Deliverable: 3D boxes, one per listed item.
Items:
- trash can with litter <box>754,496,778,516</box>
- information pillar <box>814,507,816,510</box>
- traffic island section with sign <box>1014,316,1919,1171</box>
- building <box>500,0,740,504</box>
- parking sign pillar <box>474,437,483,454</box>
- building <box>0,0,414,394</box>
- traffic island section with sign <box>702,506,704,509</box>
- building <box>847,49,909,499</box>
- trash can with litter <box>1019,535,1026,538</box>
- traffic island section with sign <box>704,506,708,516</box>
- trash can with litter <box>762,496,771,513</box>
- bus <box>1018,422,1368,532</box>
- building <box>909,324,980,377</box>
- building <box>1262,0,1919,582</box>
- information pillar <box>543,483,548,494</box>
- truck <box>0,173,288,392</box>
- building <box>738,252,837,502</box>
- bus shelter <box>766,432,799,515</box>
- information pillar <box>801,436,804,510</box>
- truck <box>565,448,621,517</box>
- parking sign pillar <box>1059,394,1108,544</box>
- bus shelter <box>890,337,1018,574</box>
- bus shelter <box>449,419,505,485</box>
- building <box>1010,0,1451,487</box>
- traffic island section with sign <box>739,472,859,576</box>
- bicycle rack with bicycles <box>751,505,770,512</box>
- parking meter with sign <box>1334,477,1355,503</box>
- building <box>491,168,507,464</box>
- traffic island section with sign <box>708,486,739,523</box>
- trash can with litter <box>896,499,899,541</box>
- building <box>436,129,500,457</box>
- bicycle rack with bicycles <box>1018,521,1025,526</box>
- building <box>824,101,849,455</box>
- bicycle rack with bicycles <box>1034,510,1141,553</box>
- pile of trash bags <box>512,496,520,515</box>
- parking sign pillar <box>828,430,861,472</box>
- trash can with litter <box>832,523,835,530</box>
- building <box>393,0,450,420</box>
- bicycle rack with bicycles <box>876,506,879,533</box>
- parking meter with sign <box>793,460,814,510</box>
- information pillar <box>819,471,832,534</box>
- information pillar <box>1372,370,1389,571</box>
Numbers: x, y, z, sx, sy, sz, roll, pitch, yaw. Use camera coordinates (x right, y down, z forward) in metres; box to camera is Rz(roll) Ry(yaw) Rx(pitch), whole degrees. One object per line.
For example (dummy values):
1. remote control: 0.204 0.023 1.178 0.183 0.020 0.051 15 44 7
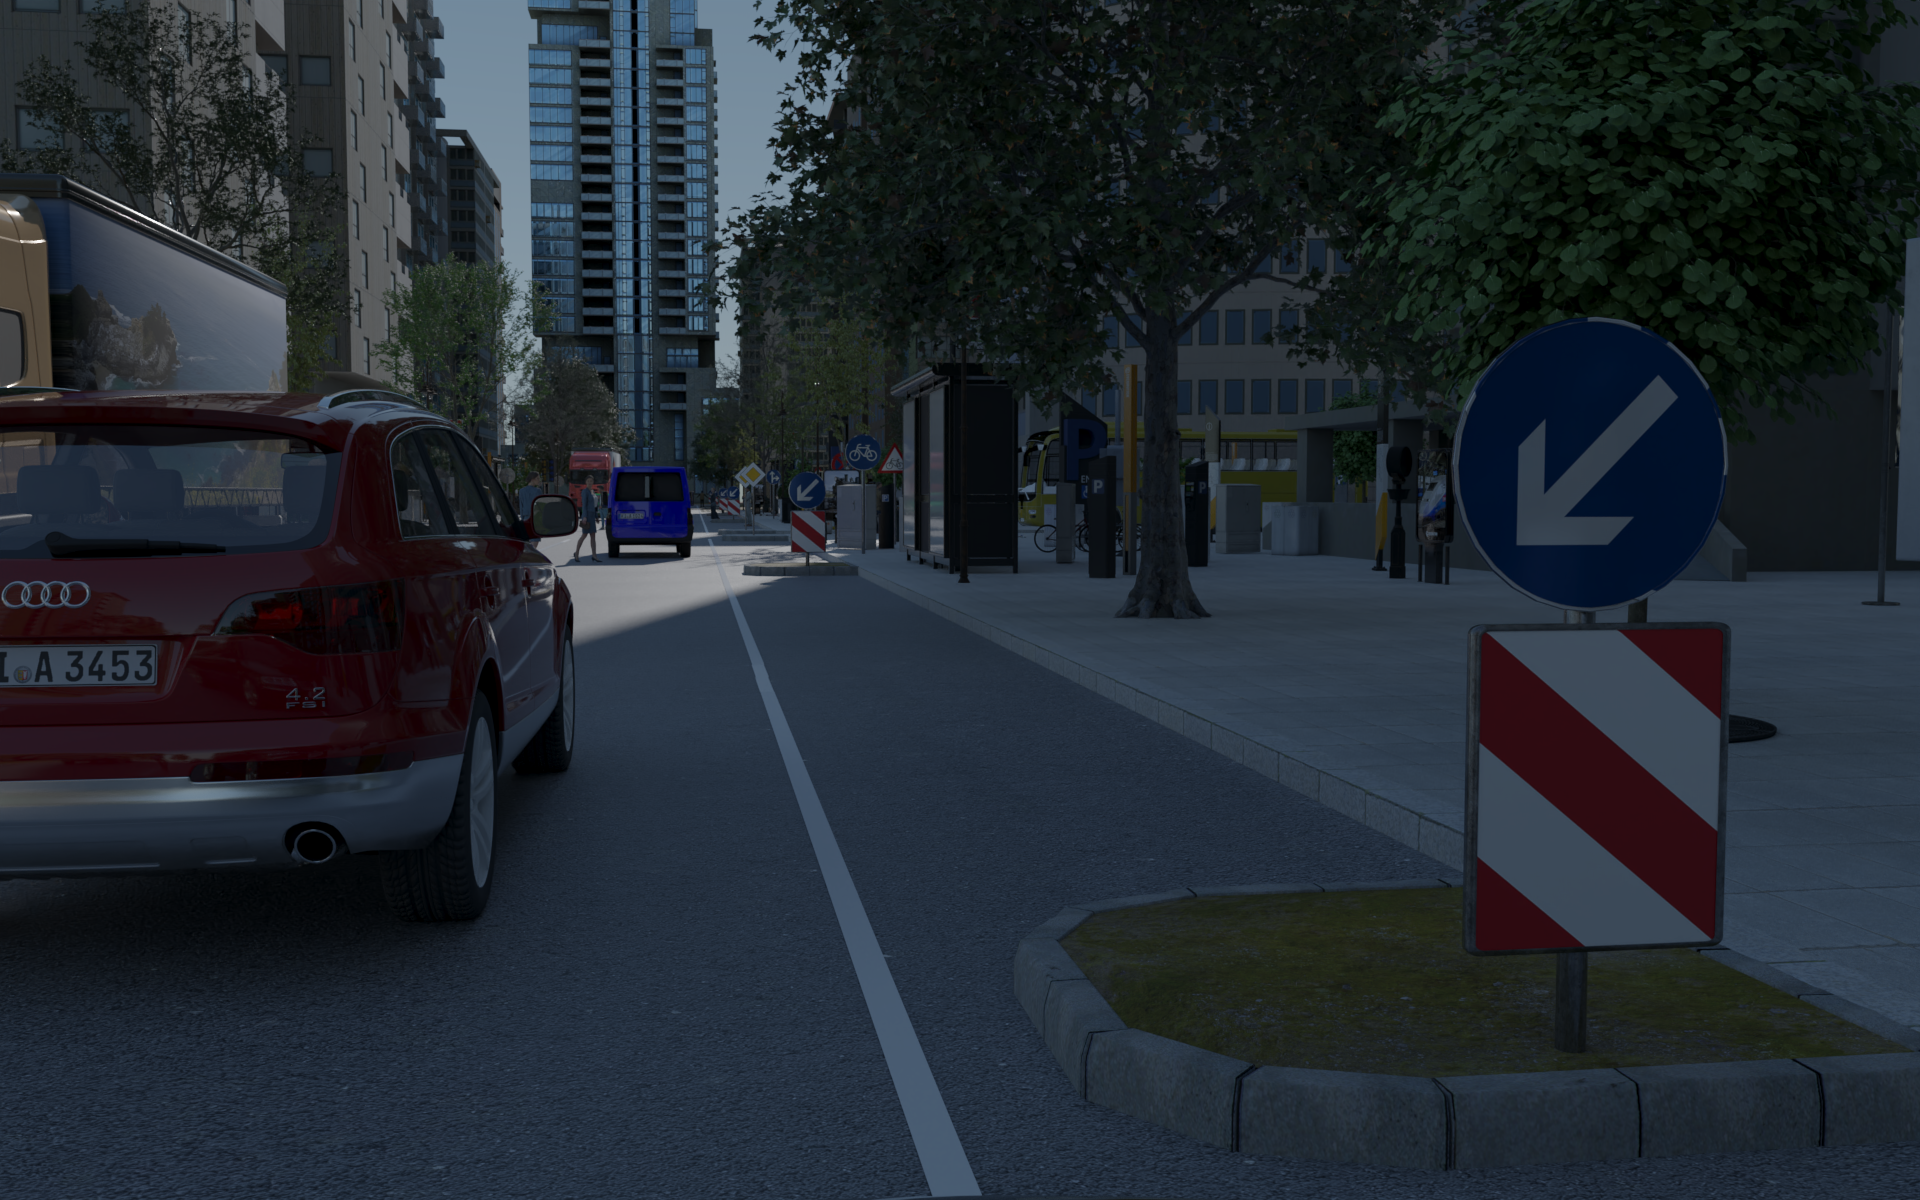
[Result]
1. trash can with litter: -11.015 -5.511 101.164 2.233 1.210 1.678 -1 4 -22
2. information pillar: -5.332 -3.716 65.246 0.304 2.012 0.304 -1 4 -11
3. traffic island section with sign: 1.202 0.243 4.650 1.989 1.847 2.006 -1 4 -9
4. building: -46.316 -56.537 237.043 31.000 86.520 22.319 -1 4 -9
5. parking sign pillar: -23.029 -5.671 81.185 1.447 3.967 1.447 -1 4 -13
6. building: -51.879 -32.098 114.044 28.713 52.752 27.495 -1 4 -9
7. traffic island section with sign: -23.171 -9.416 162.574 1.989 1.847 2.006 -1 4 -9
8. building: -3.273 -31.601 166.783 14.600 45.320 14.200 -1 4 -9
9. trash can with litter: 1.185 -2.477 51.563 1.678 1.210 2.233 -2 4 -26
10. traffic island section with sign: -15.596 -6.413 113.479 1.989 1.847 2.006 -1 4 -9
11. trash can with litter: -13.092 -6.565 118.731 1.055 1.170 0.624 2 4 34
12. bus: 7.878 -4.180 59.894 12.252 3.916 2.896 -1 4 -10
13. building: 2.861 -27.361 130.947 14.154 41.232 14.086 -1 4 -9
14. building: 23.990 -20.959 34.554 32.217 40.220 23.993 -1 4 -9
15. information pillar: -27.118 -6.666 113.474 0.304 2.012 0.304 -2 4 -34
16. truck: -9.335 -1.738 17.328 2.839 4.237 11.283 0 4 -8
17. building: -19.555 -33.979 247.438 23.993 40.220 32.217 -1 4 -9
18. bus shelter: -11.068 -8.045 109.174 2.179 5.291 8.768 -1 4 -9
19. information pillar: -6.135 -4.664 67.608 0.183 3.616 0.504 0 4 -4
20. truck: -22.606 -7.241 107.307 2.839 4.237 11.283 0 4 -8
21. parking sign pillar: 3.256 -3.463 45.092 1.447 3.967 1.447 -1 4 -16
22. bus shelter: -0.028 -3.321 31.923 2.179 5.291 8.768 -1 4 -9
23. bus shelter: -26.655 -7.209 95.504 2.179 5.291 8.768 -1 4 -9
24. building: 16.319 -33.139 83.825 28.212 58.520 21.231 -1 4 -9
25. traffic island section with sign: -2.907 -1.386 31.292 1.989 1.847 2.006 -1 4 -9
26. bicycle rack with bicycles: -14.303 -6.936 126.787 2.852 0.926 2.925 2 4 27
27. parking meter with sign: 11.370 -3.364 51.261 0.543 3.016 1.738 2 4 33
28. building: -68.517 -35.506 230.641 14.200 45.320 14.600 -1 4 -9
29. traffic island section with sign: -11.475 -4.784 86.839 1.989 1.847 2.006 -1 4 -9
30. trash can with litter: -1.562 -2.162 46.739 0.624 1.170 1.055 3 5 44
31. building: -60.405 -29.752 178.330 23.993 40.220 32.217 -1 4 -9
32. bicycle rack with bicycles: 3.134 -3.454 69.861 2.925 0.926 2.852 1 4 15
33. building: -3.345 -32.687 189.058 22.147 44.769 28.867 -1 4 -9
34. bicycle rack with bicycles: 3.376 -1.531 38.410 2.925 0.926 2.852 1 4 21
35. pile of trash bags: -27.754 -5.918 106.519 1.912 1.369 3.447 3 4 38
36. parking sign pillar: -4.711 -5.041 70.888 1.447 3.967 1.447 -1 4 -14
37. trash can with litter: -4.372 -3.153 62.603 1.678 1.210 2.233 1 4 13
38. building: -55.795 -32.197 146.026 23.786 49.044 30.456 -1 4 -9
39. bicycle rack with bicycles: -1.726 -2.493 54.136 2.852 0.926 2.925 -1 4 -18
40. parking meter with sign: -7.395 -5.441 85.223 1.738 3.016 0.543 3 5 40
41. information pillar: -4.288 -3.099 55.154 0.304 2.012 0.304 3 5 44
42. information pillar: 7.018 -2.290 28.797 0.183 3.616 0.504 0 4 1
